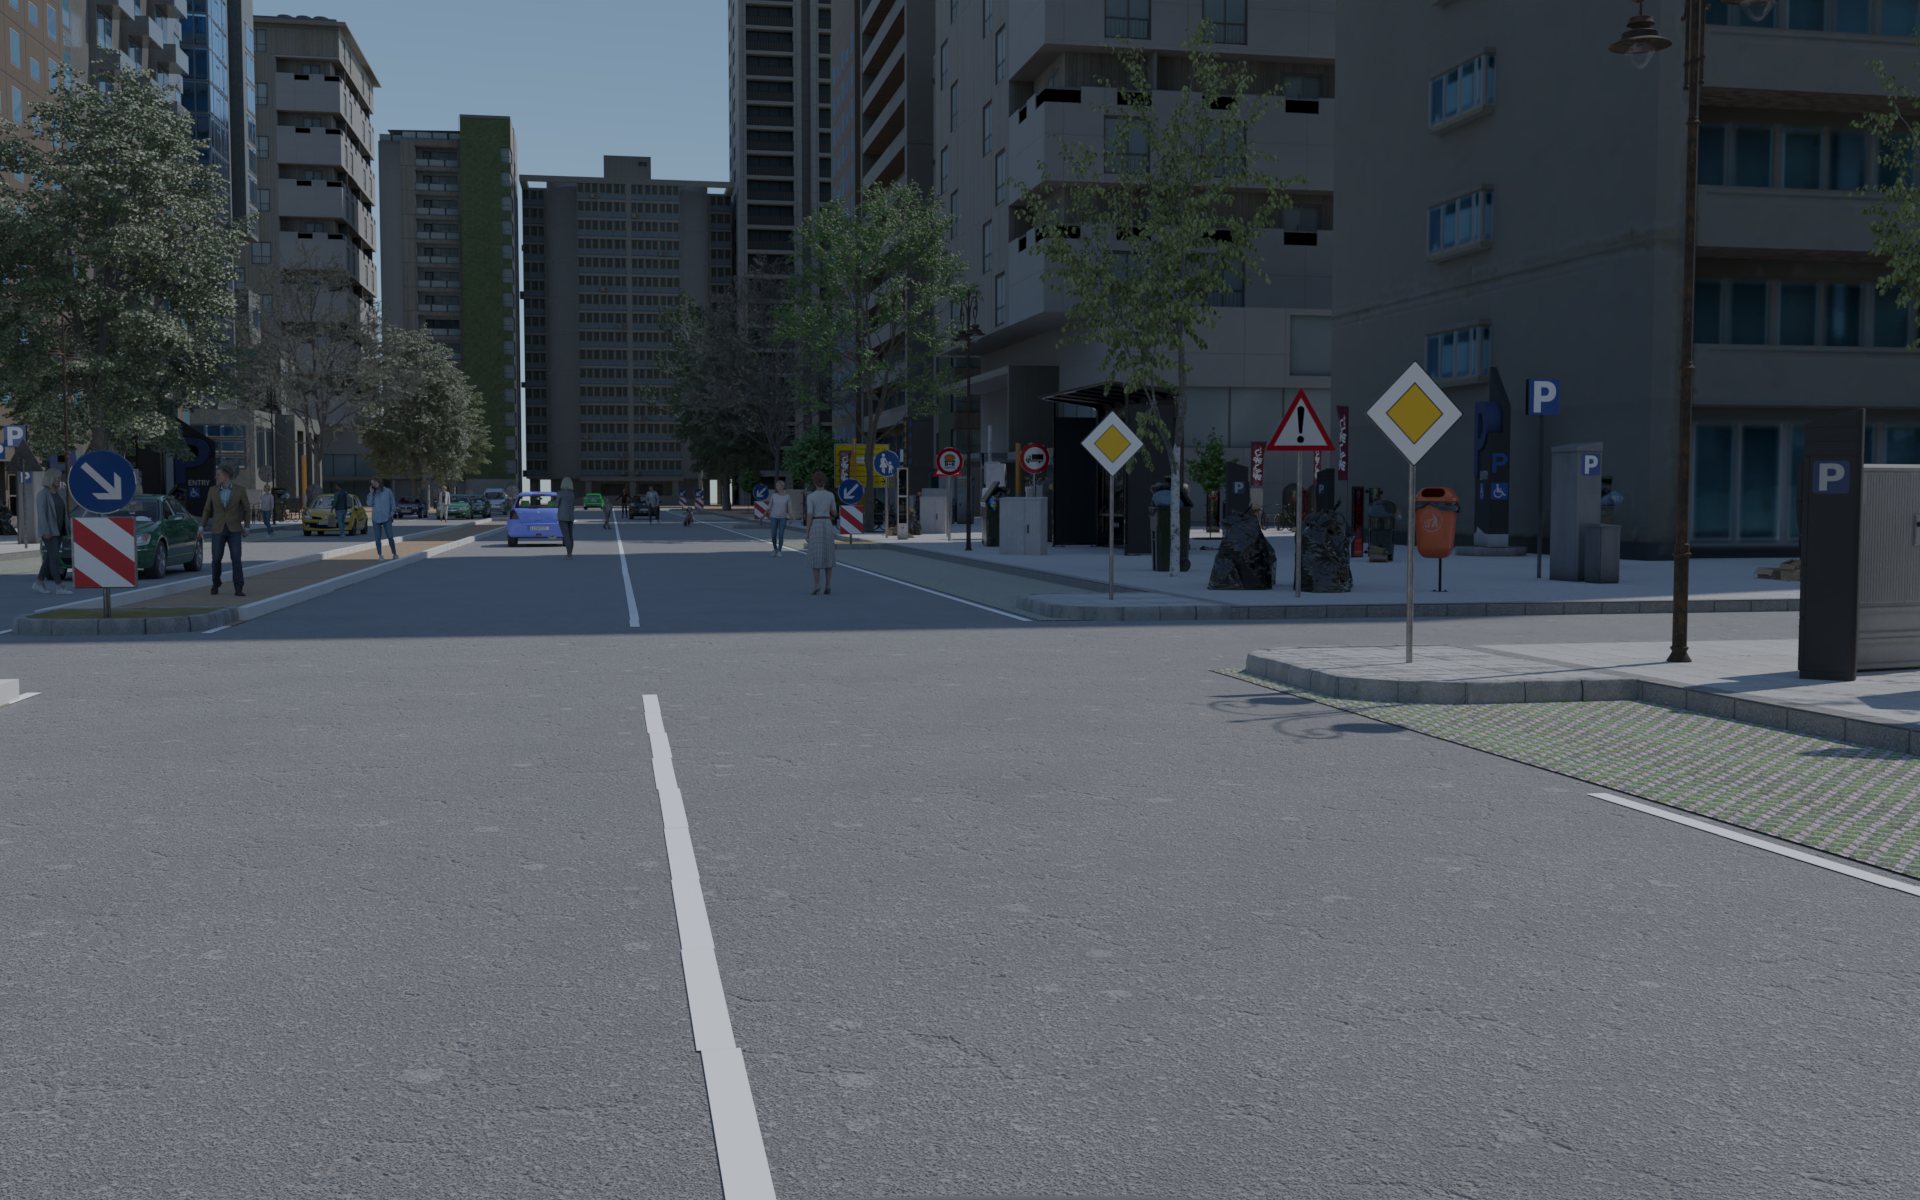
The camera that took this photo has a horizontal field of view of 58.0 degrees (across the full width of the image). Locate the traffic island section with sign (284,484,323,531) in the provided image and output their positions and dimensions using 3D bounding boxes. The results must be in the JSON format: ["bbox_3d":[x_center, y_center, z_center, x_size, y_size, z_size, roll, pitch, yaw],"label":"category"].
[{"bbox_3d":[-25.505,-3.656,68.403,1.989,1.847,2.006,-1,4,-11],"label":"traffic island section with sign"}]

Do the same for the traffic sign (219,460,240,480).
[{"bbox_3d":[-27.106,-3.922,64.228,0.768,2.556,0.104,-1,4,-10],"label":"traffic sign"}]

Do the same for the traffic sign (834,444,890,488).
[{"bbox_3d":[-3.959,-4.663,70.118,2.265,3.308,0.079,-1,4,-10],"label":"traffic sign"}]

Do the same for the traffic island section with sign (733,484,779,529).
[{"bbox_3d":[-8.396,-3.858,71.704,1.989,1.847,2.006,-1,4,-11],"label":"traffic island section with sign"}]

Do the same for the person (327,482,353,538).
[{"bbox_3d":[-20.313,-2.947,56.670,0.794,1.824,0.713,-3,5,-42],"label":"person"}]

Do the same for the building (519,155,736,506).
[{"bbox_3d":[-38.570,-31.177,201.630,23.993,40.220,32.217,-1,4,-11],"label":"building"}]

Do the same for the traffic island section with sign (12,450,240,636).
[{"bbox_3d":[-8.955,-0.633,18.493,2.006,1.907,1.989,-1,4,-11],"label":"traffic island section with sign"}]

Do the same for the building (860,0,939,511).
[{"bbox_3d":[4.939,-30.606,124.112,21.300,48.544,21.600,-1,4,-11],"label":"building"}]

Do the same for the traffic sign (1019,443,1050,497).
[{"bbox_3d":[1.851,-2.625,43.023,0.768,2.556,0.104,0,4,-5],"label":"traffic sign"}]

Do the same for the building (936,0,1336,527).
[{"bbox_3d":[14.389,-30.133,81.914,28.713,52.752,27.495,-1,4,-11],"label":"building"}]

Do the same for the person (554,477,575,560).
[{"bbox_3d":[-8.621,-1.771,37.636,0.526,1.800,0.537,3,5,40],"label":"person"}]

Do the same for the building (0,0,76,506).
[{"bbox_3d":[-48.577,-25.998,75.172,14.600,45.320,14.200,-1,4,-11],"label":"building"}]

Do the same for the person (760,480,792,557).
[{"bbox_3d":[-4.188,-1.851,39.428,0.731,1.740,0.598,0,4,-5],"label":"person"}]

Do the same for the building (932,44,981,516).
[{"bbox_3d":[5.201,-20.447,106.011,14.160,30.474,14.107,-1,4,-11],"label":"building"}]

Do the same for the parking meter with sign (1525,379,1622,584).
[{"bbox_3d":[9.067,-1.790,25.520,0.543,3.016,1.738,-1,4,-17],"label":"parking meter with sign"}]

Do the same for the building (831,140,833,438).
[{"bbox_3d":[-4.734,-28.840,155.135,14.154,41.232,14.086,-1,4,-11],"label":"building"}]

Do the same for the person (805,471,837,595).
[{"bbox_3d":[-2.002,-0.958,24.730,0.480,1.755,0.524,-2,4,-28],"label":"person"}]

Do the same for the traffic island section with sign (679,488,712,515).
[{"bbox_3d":[-18.449,-6.900,121.450,1.989,1.847,2.006,-1,4,-11],"label":"traffic island section with sign"}]

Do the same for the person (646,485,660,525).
[{"bbox_3d":[-14.442,-4.470,81.425,0.661,1.843,0.795,1,4,12],"label":"person"}]

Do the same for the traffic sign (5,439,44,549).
[{"bbox_3d":[-22.015,-2.492,40.754,0.884,2.594,0.081,0,4,-3],"label":"traffic sign"}]

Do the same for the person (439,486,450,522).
[{"bbox_3d":[-26.363,-4.901,88.501,0.514,1.842,0.818,-2,4,-28],"label":"person"}]

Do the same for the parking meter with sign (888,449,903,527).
[{"bbox_3d":[-2.422,-4.336,67.146,0.543,3.016,1.738,-1,4,-21],"label":"parking meter with sign"}]

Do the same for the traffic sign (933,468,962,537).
[{"bbox_3d":[-0.375,-3.163,51.723,0.884,2.594,0.081,0,4,-4],"label":"traffic sign"}]

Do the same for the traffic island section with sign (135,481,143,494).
[{"bbox_3d":[-20.105,-2.023,41.698,1.989,1.847,2.006,-1,4,-11],"label":"traffic island section with sign"}]

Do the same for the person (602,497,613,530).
[{"bbox_3d":[-14.276,-3.513,70.203,0.640,1.303,0.475,3,4,36],"label":"person"}]

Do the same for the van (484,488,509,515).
[{"bbox_3d":[-32.105,-6.875,119.425,2.013,2.044,4.112,-1,4,-13],"label":"van"}]

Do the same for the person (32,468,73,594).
[{"bbox_3d":[-12.996,-0.991,24.879,0.728,1.800,0.709,1,4,11],"label":"person"}]

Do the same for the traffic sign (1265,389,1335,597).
[{"bbox_3d":[4.196,-1.311,21.432,0.884,2.594,0.081,0,4,-6],"label":"traffic sign"}]

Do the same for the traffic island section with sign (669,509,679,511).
[{"bbox_3d":[-23.920,-8.554,148.491,1.989,1.847,2.006,-1,4,-11],"label":"traffic island section with sign"}]

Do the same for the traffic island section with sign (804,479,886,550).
[{"bbox_3d":[-3.057,-2.242,45.280,1.989,1.847,2.006,-1,4,-11],"label":"traffic island section with sign"}]

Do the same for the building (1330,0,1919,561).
[{"bbox_3d":[21.338,-25.715,44.150,21.600,48.544,21.300,-1,4,-11],"label":"building"}]

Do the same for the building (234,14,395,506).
[{"bbox_3d":[-77.512,-36.849,191.724,27.495,52.752,28.713,-1,4,-11],"label":"building"}]

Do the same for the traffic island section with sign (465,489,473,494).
[{"bbox_3d":[-40.901,-8.313,144.553,1.989,1.847,2.006,-1,4,-11],"label":"traffic island section with sign"}]

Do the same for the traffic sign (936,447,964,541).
[{"bbox_3d":[-0.289,-2.885,47.272,0.768,2.556,0.104,-1,4,-11],"label":"traffic sign"}]

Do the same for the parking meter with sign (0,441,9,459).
[{"bbox_3d":[-33.643,-3.885,59.787,1.738,3.016,0.543,2,4,34],"label":"parking meter with sign"}]

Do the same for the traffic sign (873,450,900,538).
[{"bbox_3d":[-2.137,-3.082,50.502,0.768,2.556,0.104,0,4,-2],"label":"traffic sign"}]

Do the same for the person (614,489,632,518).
[{"bbox_3d":[-19.959,-5.742,102.911,1.217,1.766,0.721,0,4,6],"label":"person"}]

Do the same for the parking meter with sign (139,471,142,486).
[{"bbox_3d":[-27.750,-3.770,57.901,1.738,3.016,0.543,-1,4,-11],"label":"parking meter with sign"}]

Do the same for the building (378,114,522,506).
[{"bbox_3d":[-55.509,-30.931,189.311,14.086,41.232,14.154,-1,4,-11],"label":"building"}]

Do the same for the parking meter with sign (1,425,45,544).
[{"bbox_3d":[-24.005,-2.971,44.837,0.543,3.016,1.738,0,4,-3],"label":"parking meter with sign"}]

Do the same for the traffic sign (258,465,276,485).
[{"bbox_3d":[-30.509,-4.660,76.293,0.768,2.556,0.104,0,4,-6],"label":"traffic sign"}]

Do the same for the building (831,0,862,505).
[{"bbox_3d":[-2.663,-30.018,140.906,14.600,45.320,14.200,-1,4,-11],"label":"building"}]

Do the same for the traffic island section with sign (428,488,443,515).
[{"bbox_3d":[-35.522,-6.689,117.987,1.989,1.847,2.006,-1,4,-11],"label":"traffic island section with sign"}]

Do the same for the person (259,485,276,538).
[{"bbox_3d":[-22.609,-2.901,56.602,0.731,1.740,0.598,1,4,20],"label":"person"}]

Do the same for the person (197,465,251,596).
[{"bbox_3d":[-10.318,-0.971,24.283,0.656,1.842,0.836,-3,5,-45],"label":"person"}]

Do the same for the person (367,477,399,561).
[{"bbox_3d":[-12.262,-1.717,36.844,0.793,1.790,0.793,-3,5,-41],"label":"person"}]

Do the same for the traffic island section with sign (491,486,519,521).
[{"bbox_3d":[-23.852,-5.138,92.146,2.006,1.907,1.989,-1,4,-11],"label":"traffic island section with sign"}]

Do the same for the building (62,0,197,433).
[{"bbox_3d":[-58.359,-29.399,100.284,23.786,49.044,30.456,-1,4,-11],"label":"building"}]

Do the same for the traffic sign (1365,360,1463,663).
[{"bbox_3d":[3.412,-0.579,13.105,0.795,2.450,0.064,-1,4,-11],"label":"traffic sign"}]

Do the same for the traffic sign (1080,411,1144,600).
[{"bbox_3d":[1.830,-1.057,20.932,0.795,2.450,0.064,-1,4,-11],"label":"traffic sign"}]

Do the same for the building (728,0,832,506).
[{"bbox_3d":[-15.738,-46.614,200.397,20.611,71.187,20.563,-1,4,-11],"label":"building"}]

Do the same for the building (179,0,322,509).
[{"bbox_3d":[-69.442,-50.405,136.801,31.000,86.520,22.319,-1,4,-11],"label":"building"}]
